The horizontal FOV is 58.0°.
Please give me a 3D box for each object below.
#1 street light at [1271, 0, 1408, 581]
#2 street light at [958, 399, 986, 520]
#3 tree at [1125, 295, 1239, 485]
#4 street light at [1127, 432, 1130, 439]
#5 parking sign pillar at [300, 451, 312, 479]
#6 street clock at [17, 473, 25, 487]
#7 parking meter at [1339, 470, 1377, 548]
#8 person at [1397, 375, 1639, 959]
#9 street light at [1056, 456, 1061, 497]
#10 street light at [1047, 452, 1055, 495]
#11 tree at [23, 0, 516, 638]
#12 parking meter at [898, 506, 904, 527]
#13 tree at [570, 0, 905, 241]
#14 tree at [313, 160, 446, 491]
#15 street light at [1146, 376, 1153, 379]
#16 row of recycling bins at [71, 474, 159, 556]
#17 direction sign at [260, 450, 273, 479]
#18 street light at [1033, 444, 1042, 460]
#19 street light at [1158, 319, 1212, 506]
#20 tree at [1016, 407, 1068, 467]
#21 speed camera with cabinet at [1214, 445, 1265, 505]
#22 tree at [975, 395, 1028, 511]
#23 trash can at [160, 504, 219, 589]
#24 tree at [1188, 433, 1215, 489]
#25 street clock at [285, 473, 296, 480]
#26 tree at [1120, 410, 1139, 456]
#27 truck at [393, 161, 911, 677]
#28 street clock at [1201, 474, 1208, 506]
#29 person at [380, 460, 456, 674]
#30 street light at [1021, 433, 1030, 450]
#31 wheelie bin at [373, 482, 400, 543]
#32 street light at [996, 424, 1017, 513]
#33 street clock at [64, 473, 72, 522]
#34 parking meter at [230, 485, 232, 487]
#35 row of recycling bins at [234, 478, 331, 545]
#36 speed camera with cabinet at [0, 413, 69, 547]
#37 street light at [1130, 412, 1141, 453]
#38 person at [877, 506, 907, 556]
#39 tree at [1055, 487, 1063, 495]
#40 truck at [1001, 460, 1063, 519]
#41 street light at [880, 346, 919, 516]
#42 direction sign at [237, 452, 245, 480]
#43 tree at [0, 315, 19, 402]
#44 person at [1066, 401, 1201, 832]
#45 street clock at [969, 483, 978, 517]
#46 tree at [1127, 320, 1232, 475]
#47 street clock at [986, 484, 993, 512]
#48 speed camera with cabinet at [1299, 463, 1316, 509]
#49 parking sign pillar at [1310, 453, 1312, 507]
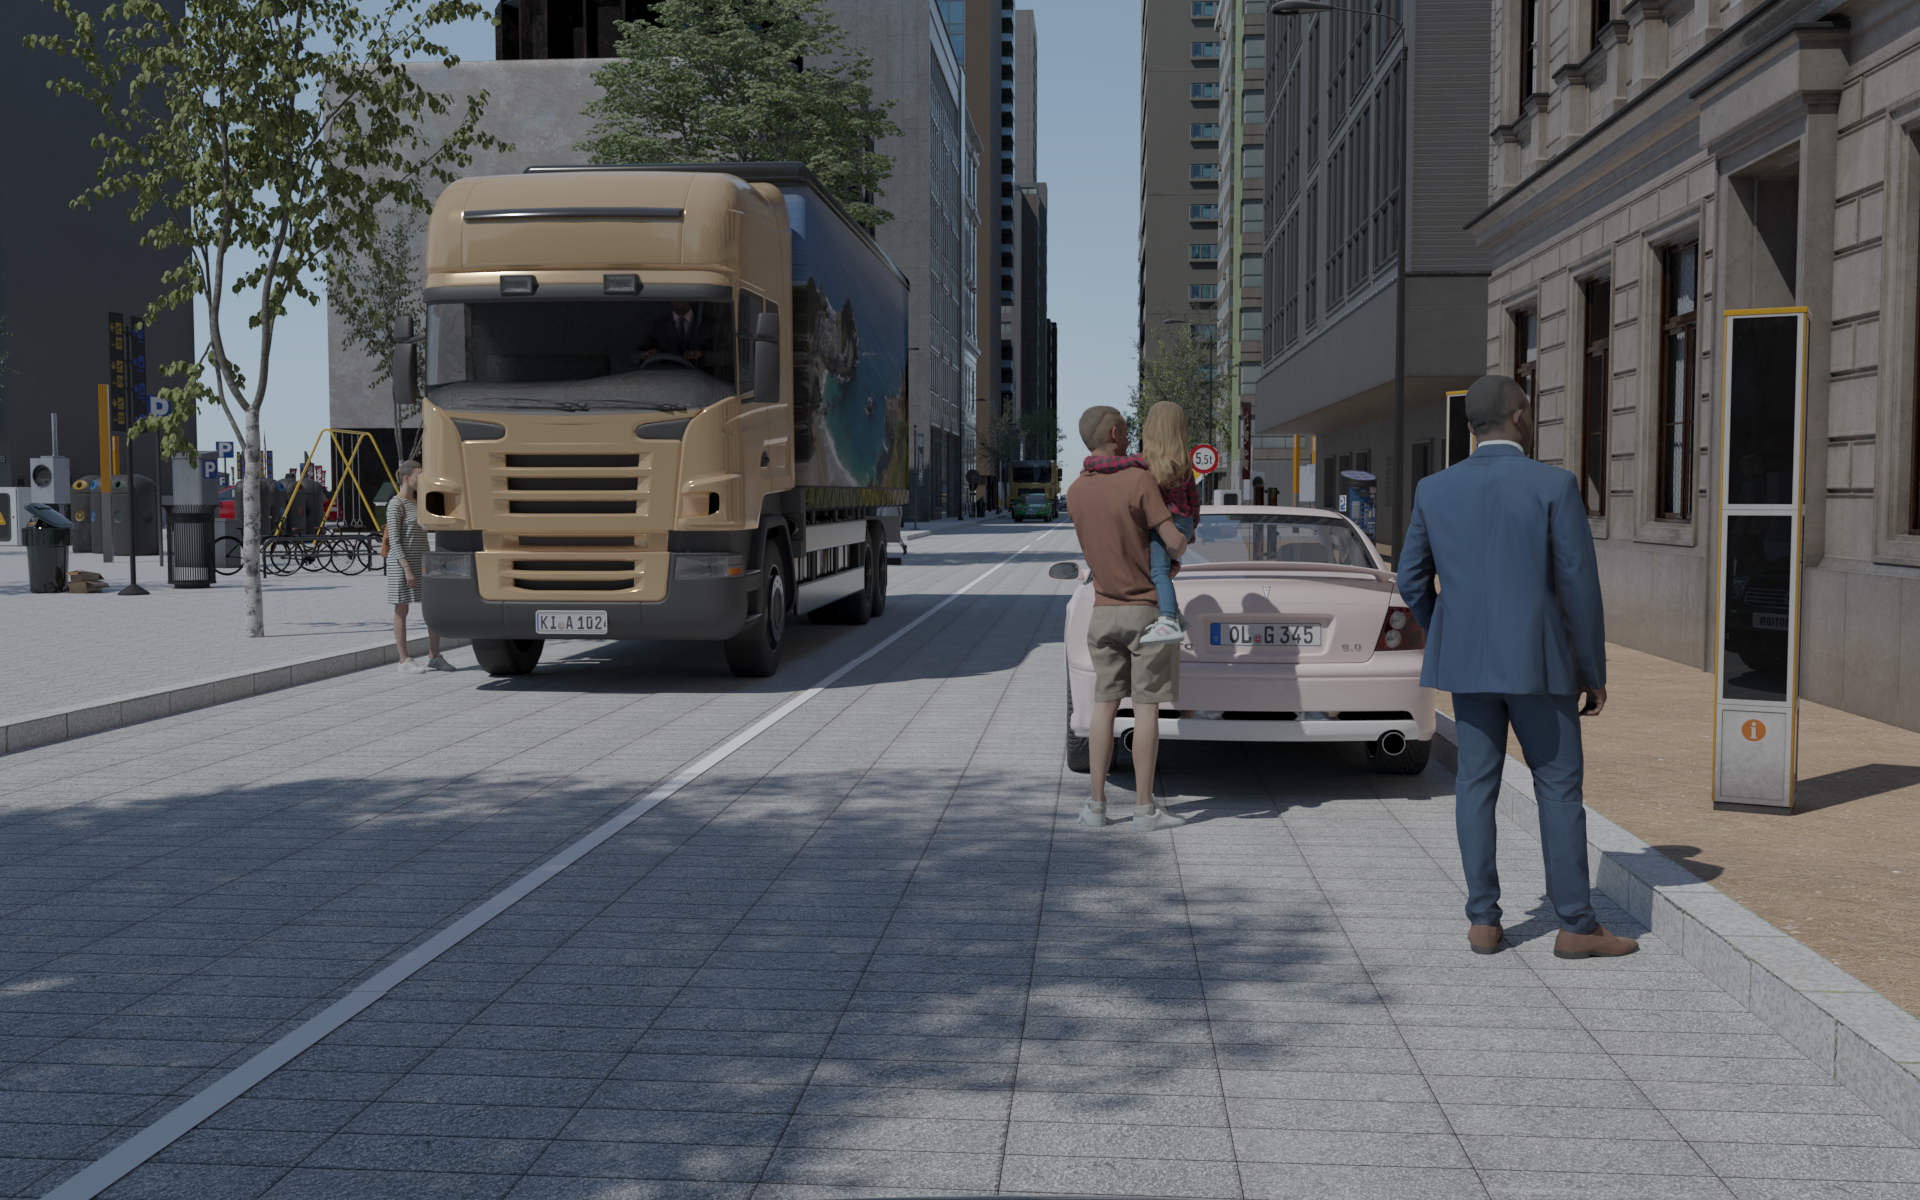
[{"bbox_3d":[3.627,-2.684,16.424,1.470,5.913,1.316,0,4,5],"label":"street light"},{"bbox_3d":[0.567,-6.843,84.423,1.470,5.913,1.316,0,4,5],"label":"street light"},{"bbox_3d":[8.321,-6.915,63.428,4.360,8.622,3.978,0,3,0],"label":"tree"},{"bbox_3d":[13.070,-9.566,128.947,1.470,5.913,1.316,0,4,5],"label":"street light"},{"bbox_3d":[-40.606,-7.289,107.649,1.447,3.967,1.447,-3,4,-36],"label":"parking sign pillar"},{"bbox_3d":[-32.237,-3.359,59.490,0.358,2.002,0.471,-2,4,-28],"label":"street clock"},{"bbox_3d":[4.087,-0.575,17.811,0.372,1.533,0.369,0,3,0],"label":"parking meter"},{"bbox_3d":[1.730,0.201,5.404,0.721,1.800,0.419,2,4,29],"label":"person"},{"bbox_3d":[11.387,-14.757,213.812,1.470,5.913,1.316,0,4,5],"label":"street light"},{"bbox_3d":[9.418,-13.358,190.937,1.470,5.913,1.316,0,4,5],"label":"street light"},{"bbox_3d":[-6.278,-3.984,15.502,4.737,8.622,4.395,0,3,0],"label":"tree"},{"bbox_3d":[-2.335,-3.561,66.640,0.372,1.533,0.369,0,3,0],"label":"parking meter"},{"bbox_3d":[-4.597,-7.157,35.137,7.486,12.596,7.792,0,3,0],"label":"tree"},{"bbox_3d":[-12.108,-5.372,38.187,4.360,8.622,3.978,0,3,0],"label":"tree"},{"bbox_3d":[8.029,-5.865,68.435,1.470,5.913,1.316,0,4,5],"label":"street light"},{"bbox_3d":[-18.061,-1.832,37.058,1.069,1.692,3.534,-3,5,-43],"label":"row of recycling bins"},{"bbox_3d":[-36.075,-5.993,89.989,0.876,3.537,0.379,1,4,11],"label":"direction sign"},{"bbox_3d":[6.973,-11.532,161.081,1.470,5.913,1.316,0,4,5],"label":"street light"},{"bbox_3d":[6.114,-4.499,46.093,1.470,5.913,1.316,0,4,5],"label":"street light"},{"bbox_3d":[8.978,-17.125,205.753,9.928,11.665,9.643,0,3,0],"label":"tree"},{"bbox_3d":[11.269,-4.617,69.827,2.038,3.252,0.660,-1,4,-21],"label":"speed camera with cabinet"},{"bbox_3d":[2.975,-10.870,128.093,4.360,8.622,3.978,0,3,0],"label":"tree"},{"bbox_3d":[-10.483,-0.732,23.615,0.748,1.137,0.748,0,3,0],"label":"trash can"},{"bbox_3d":[11.055,-6.155,84.354,4.285,4.588,4.351,0,3,0],"label":"tree"},{"bbox_3d":[-23.316,-3.411,60.333,0.358,2.002,0.471,0,4,-3],"label":"street clock"},{"bbox_3d":[21.373,-17.628,213.968,9.928,11.665,9.643,0,3,0],"label":"tree"},{"bbox_3d":[-2.325,-1.719,17.012,2.839,4.237,11.283,0,4,5],"label":"truck"},{"bbox_3d":[8.197,-3.247,57.655,0.358,2.002,0.471,0,4,-3],"label":"street clock"},{"bbox_3d":[-4.394,-0.267,13.870,0.522,1.701,0.512,1,4,13],"label":"person"},{"bbox_3d":[4.467,-9.710,131.305,1.470,5.913,1.316,0,4,5],"label":"street light"},{"bbox_3d":[-14.931,-2.295,45.429,0.980,1.594,0.693,3,4,37],"label":"wheelie bin"},{"bbox_3d":[3.030,-8.658,114.094,1.470,5.913,1.316,0,4,5],"label":"street light"},{"bbox_3d":[-30.212,-3.306,58.620,0.358,2.002,0.471,-3,5,-43],"label":"street clock"},{"bbox_3d":[-48.442,-6.672,114.798,0.399,1.863,0.255,1,4,22],"label":"parking meter"},{"bbox_3d":[-17.654,-2.310,44.878,1.069,1.692,3.534,0,4,8],"label":"row of recycling bins"},{"bbox_3d":[-22.861,-2.941,42.417,2.038,3.252,0.660,1,4,14],"label":"speed camera with cabinet"},{"bbox_3d":[10.547,-7.707,98.543,1.470,5.913,1.316,0,4,5],"label":"street light"},{"bbox_3d":[-1.557,-1.914,39.675,0.818,1.842,0.514,3,5,42],"label":"person"},{"bbox_3d":[14.644,-16.288,260.910,1.663,3.219,1.824,0,3,0],"label":"tree"},{"bbox_3d":[4.400,-6.458,101.514,3.469,3.379,9.791,0,4,5],"label":"truck"},{"bbox_3d":[-1.972,-5.023,54.668,1.470,5.913,1.316,0,4,5],"label":"street light"},{"bbox_3d":[-38.273,-6.131,92.244,0.876,3.537,0.379,3,5,42],"label":"direction sign"},{"bbox_3d":[-27.459,-5.842,45.872,4.360,8.622,3.978,0,3,0],"label":"tree"},{"bbox_3d":[0.767,0.061,7.470,0.580,1.828,0.573,0,4,-7],"label":"person"},{"bbox_3d":[0.744,-5.607,96.237,0.471,2.002,0.358,-1,4,-15],"label":"street clock"},{"bbox_3d":[9.047,-7.532,73.513,4.737,8.622,4.395,0,3,0],"label":"tree"},{"bbox_3d":[2.122,-7.250,123.113,0.471,2.002,0.358,0,4,6],"label":"street clock"},{"bbox_3d":[11.347,-3.667,54.291,0.660,3.252,2.038,3,4,38],"label":"speed camera with cabinet"},{"bbox_3d":[16.625,-5.529,78.878,1.447,3.967,1.447,3,4,38],"label":"parking sign pillar"}]
